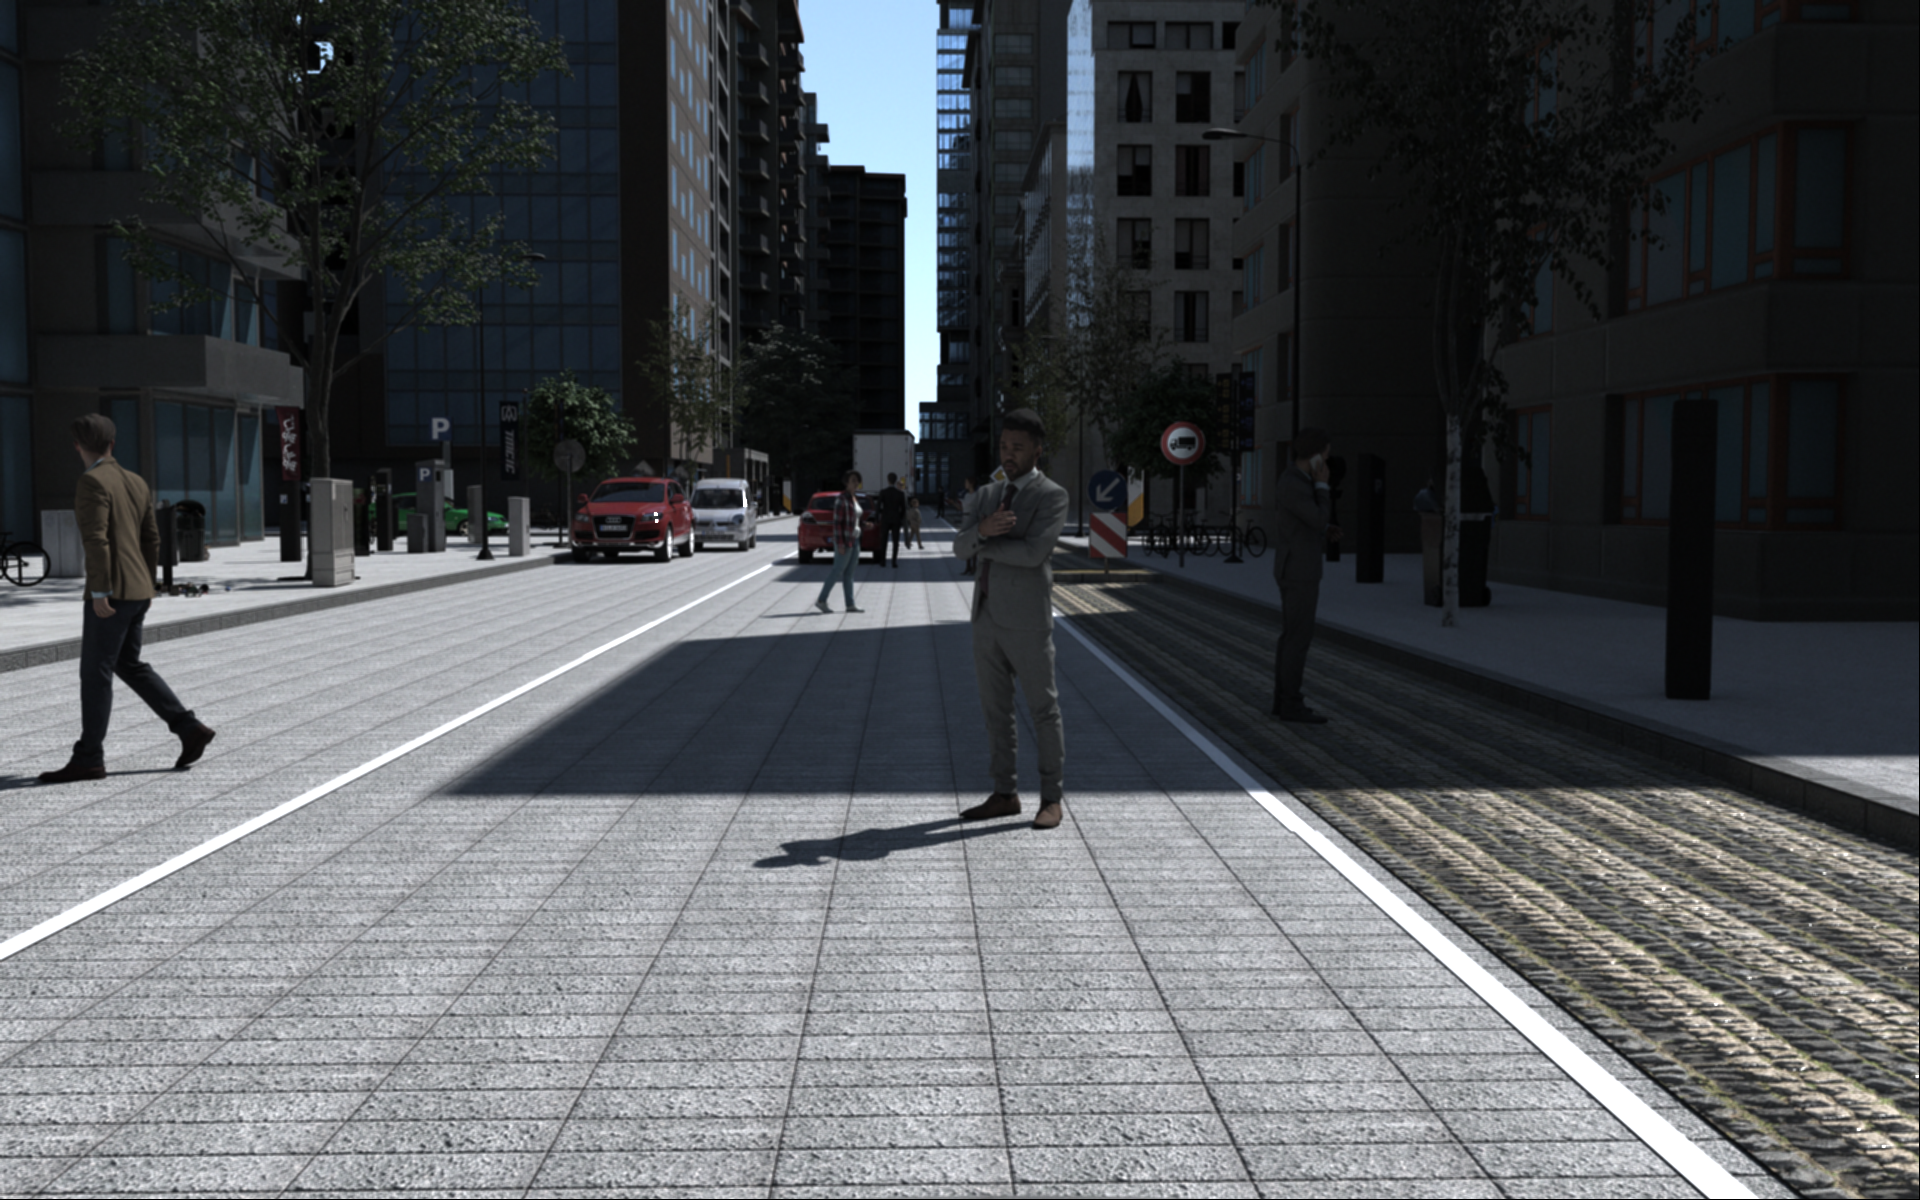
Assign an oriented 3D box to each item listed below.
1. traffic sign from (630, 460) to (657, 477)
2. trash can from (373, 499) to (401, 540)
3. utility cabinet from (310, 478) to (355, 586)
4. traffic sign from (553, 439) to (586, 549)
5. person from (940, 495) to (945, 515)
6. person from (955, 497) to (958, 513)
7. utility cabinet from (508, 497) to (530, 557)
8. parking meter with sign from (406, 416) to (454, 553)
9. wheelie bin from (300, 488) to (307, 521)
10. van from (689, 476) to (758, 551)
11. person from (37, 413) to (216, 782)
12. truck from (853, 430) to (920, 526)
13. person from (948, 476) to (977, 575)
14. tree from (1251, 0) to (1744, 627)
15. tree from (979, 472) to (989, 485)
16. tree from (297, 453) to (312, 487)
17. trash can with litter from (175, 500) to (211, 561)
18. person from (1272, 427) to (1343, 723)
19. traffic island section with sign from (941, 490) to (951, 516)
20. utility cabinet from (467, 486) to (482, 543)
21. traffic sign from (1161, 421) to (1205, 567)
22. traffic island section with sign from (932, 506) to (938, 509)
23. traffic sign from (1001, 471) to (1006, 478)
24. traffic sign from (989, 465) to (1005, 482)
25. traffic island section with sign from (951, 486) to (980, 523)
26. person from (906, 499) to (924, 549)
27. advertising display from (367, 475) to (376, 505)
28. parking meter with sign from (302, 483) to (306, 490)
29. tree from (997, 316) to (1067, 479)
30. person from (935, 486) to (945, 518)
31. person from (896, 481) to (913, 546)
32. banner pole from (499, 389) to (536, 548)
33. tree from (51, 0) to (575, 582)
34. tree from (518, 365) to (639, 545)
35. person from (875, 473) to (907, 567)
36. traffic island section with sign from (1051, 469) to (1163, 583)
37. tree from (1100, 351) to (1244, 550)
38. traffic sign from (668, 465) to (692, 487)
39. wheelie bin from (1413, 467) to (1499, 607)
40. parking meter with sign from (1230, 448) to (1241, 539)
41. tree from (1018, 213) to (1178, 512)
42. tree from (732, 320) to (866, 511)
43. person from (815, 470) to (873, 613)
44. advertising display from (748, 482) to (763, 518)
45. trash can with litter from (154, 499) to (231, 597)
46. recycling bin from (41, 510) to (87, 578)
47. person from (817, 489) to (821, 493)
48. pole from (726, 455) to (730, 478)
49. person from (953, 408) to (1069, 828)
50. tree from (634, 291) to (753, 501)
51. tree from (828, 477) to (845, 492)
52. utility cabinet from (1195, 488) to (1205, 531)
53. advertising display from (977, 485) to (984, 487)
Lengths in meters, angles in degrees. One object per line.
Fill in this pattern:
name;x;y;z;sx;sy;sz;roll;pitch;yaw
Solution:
traffic sign;-9.284;-2.885;50.808;0.795;2.450;0.064;0;4;-2
trash can;-16.053;-2.257;48.561;0.748;1.137;0.748;0;3;0
utility cabinet;-8.780;-0.955;24.285;0.318;1.500;1.173;0;4;-6
traffic sign;-9.114;-2.465;40.403;0.768;2.556;0.104;0;4;3
person;-1.240;-6.522;115.227;0.391;1.810;0.635;-3;5;-42
person;-0.189;-7.013;127.851;0.352;1.250;0.332;0;4;6
utility cabinet;-9.147;-1.518;35.984;0.306;1.237;1.020;0;4;-5
parking meter with sign;-11.695;-2.562;38.152;0.543;3.016;1.738;0;4;3
wheelie bin;-31.627;-4.610;83.286;0.693;1.594;0.980;-1;4;-18
van;-6.184;-2.300;44.620;2.013;2.044;4.112;0;4;-3
person;-4.278;-0.027;8.845;0.836;1.842;0.656;-2;4;-32
truck;-3.408;-5.638;81.094;2.839;4.237;11.283;0;4;0
person;0.099;-1.320;30.647;0.524;1.755;0.480;-2;4;-32
tree;4.983;-4.042;16.456;4.360;8.622;3.978;0;3;0
tree;2.389;-8.741;137.508;1.663;3.219;1.824;0;3;0
tree;-35.378;-6.530;90.478;4.285;4.588;4.351;0;3;0
trash can with litter;-14.665;-1.322;33.006;0.624;1.170;1.055;-1;4;-14
person;2.198;-0.161;10.938;0.447;1.846;0.655;0;4;2
traffic island section with sign;-0.024;-6.319;111.936;1.989;1.847;2.006;0;4;-2
utility cabinet;-12.577;-2.223;45.019;0.318;1.500;1.173;-2;4;-24
traffic sign;3.885;-1.845;30.265;0.768;2.556;0.104;0;4;3
traffic island section with sign;-1.362;-9.311;160.861;1.989;1.847;2.006;0;4;-2
traffic sign;1.607;-2.902;51.084;0.795;2.450;0.064;0;4;-2
traffic sign;1.389;-3.390;59.066;0.795;2.450;0.064;0;4;-2
traffic island section with sign;0.718;-4.671;84.991;1.989;1.847;2.006;0;4;-2
person;-1.191;-1.966;44.919;0.475;1.303;0.640;2;4;35
advertising display;-19.413;-3.219;57.845;0.123;1.923;0.974;1;4;19
parking meter with sign;-44.517;-7.451;118.084;1.738;3.016;0.543;0;4;-4
tree;3.694;-7.488;72.789;4.737;8.622;4.395;0;3;0
person;-1.179;-5.834;103.241;0.474;1.900;0.648;-2;4;-30
person;-1.589;-2.396;47.852;0.661;1.801;0.590;-3;5;-40
banner pole;-10.531;-3.126;41.131;0.863;3.779;0.401;-2;4;-35
tree;-9.415;-6.096;25.419;9.928;11.665;9.643;0;3;0
tree;-9.902;-3.698;44.168;4.285;4.588;4.351;0;3;0
person;-1.383;-1.569;33.930;0.659;1.850;0.755;-1;4;-11
traffic island section with sign;2.249;-1.224;28.638;1.989;1.847;2.006;0;4;-2
tree;5.030;-3.436;39.900;4.285;4.588;4.351;0;3;0
traffic sign;-9.502;-3.373;58.790;0.795;2.450;0.064;0;4;-2
wheelie bin;5.652;-0.732;19.878;0.980;1.594;0.693;-1;4;-9
parking meter with sign;7.779;-3.167;48.048;0.543;3.016;1.738;1;4;18
tree;3.788;-5.783;44.909;4.360;8.622;3.978;0;3;0
tree;-12.027;-13.509;127.527;9.857;13.997;8.962;0;3;0
person;-1.396;-0.711;20.961;0.643;1.720;0.563;1;4;22
advertising display;-10.875;-5.280;91.535;0.974;1.923;0.123;1;4;17
trash can with litter;-10.288;-0.688;22.309;1.678;1.210;2.233;-2;4;-31
recycling bin;-13.628;-0.868;26.753;0.722;1.027;0.722;1;4;15
person;-10.208;-7.168;125.883;0.537;1.800;0.526;1;4;12
pole;-12.082;-5.898;90.270;0.158;3.312;0.155;0;3;0
person;0.209;0.071;7.525;0.511;1.800;0.466;2;4;26
tree;-9.854;-6.938;63.798;4.737;8.622;4.395;0;3;0
tree;-13.674;-12.001;190.824;1.663;3.219;1.824;0;3;0
utility cabinet;8.194;-3.085;59.126;0.318;1.500;1.173;0;4;6
advertising display;1.425;-6.989;119.478;0.123;1.923;0.974;2;4;29
